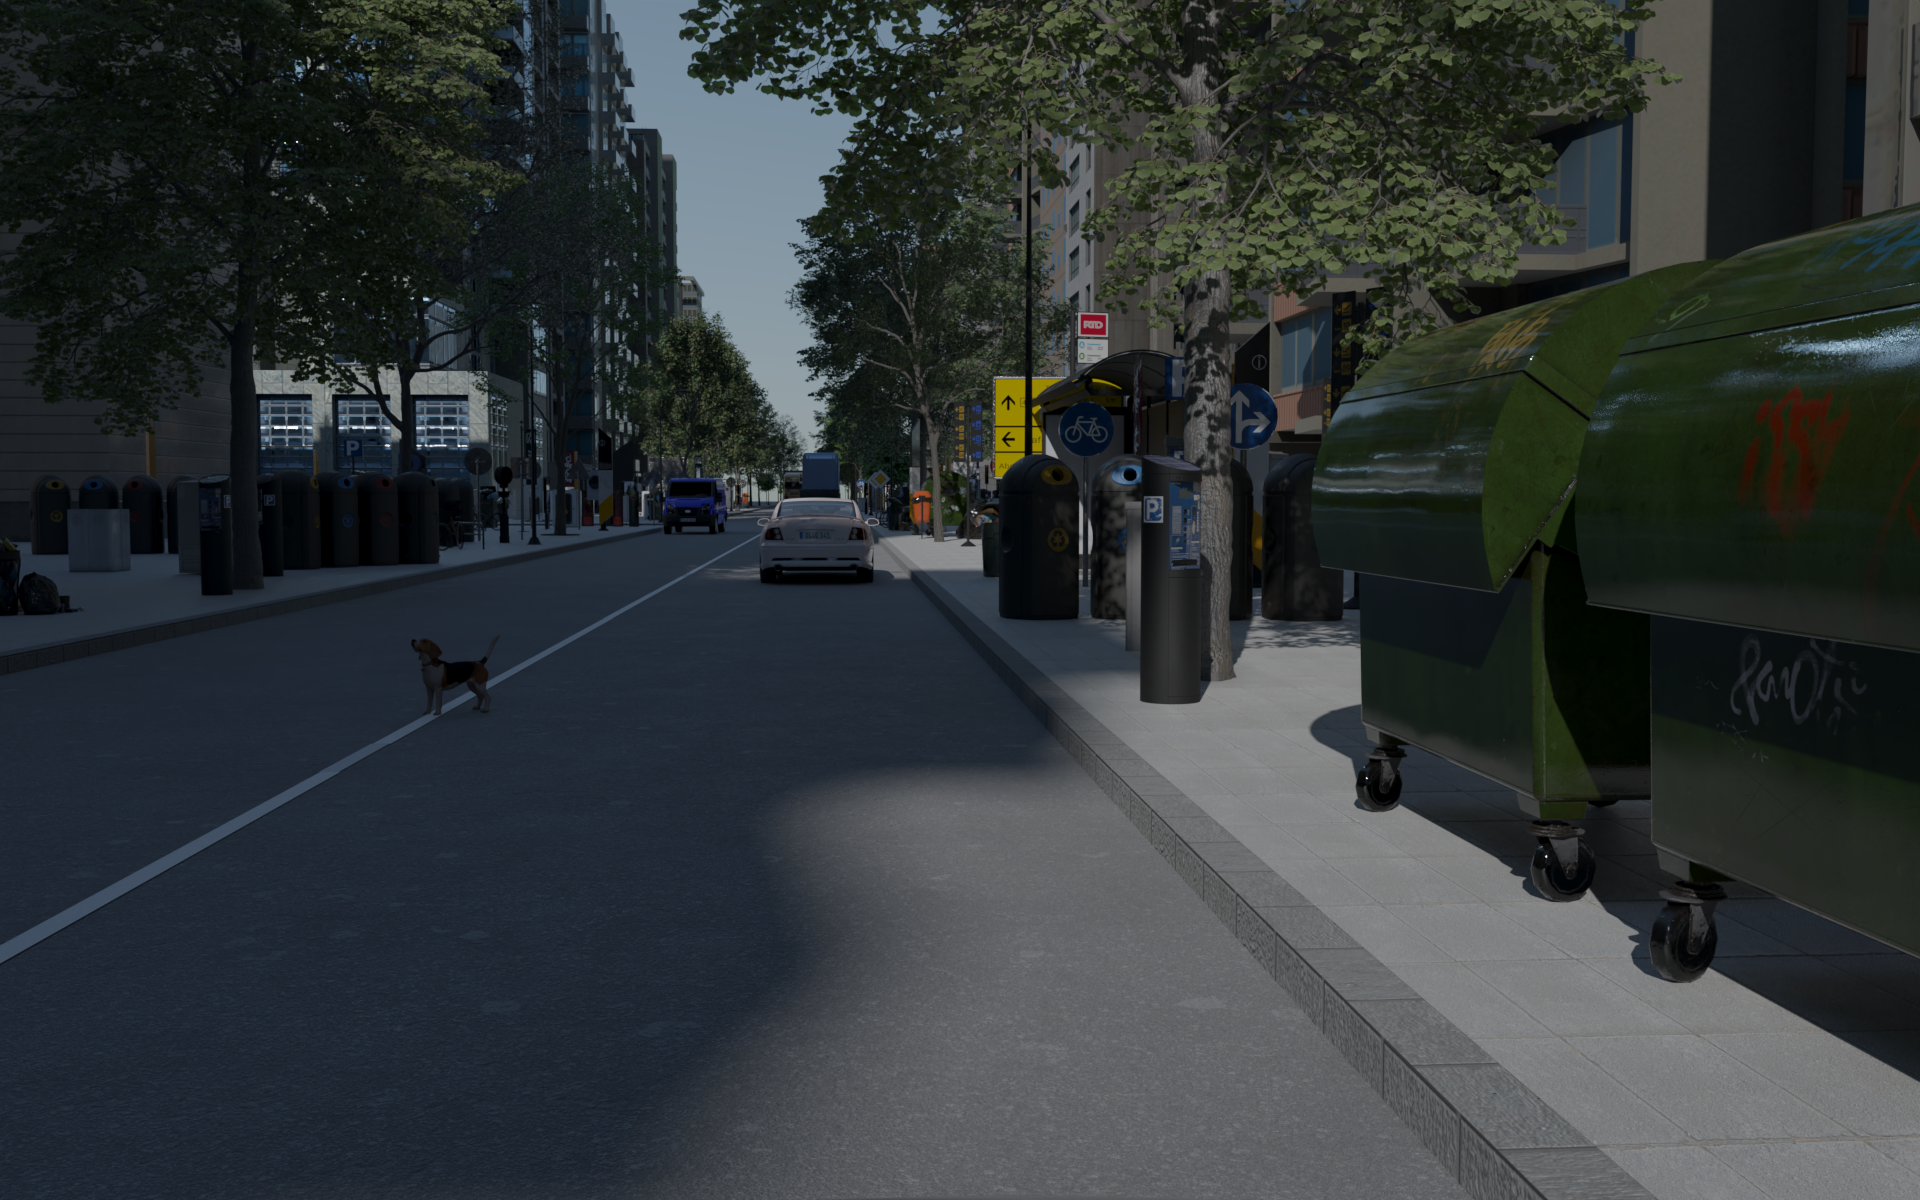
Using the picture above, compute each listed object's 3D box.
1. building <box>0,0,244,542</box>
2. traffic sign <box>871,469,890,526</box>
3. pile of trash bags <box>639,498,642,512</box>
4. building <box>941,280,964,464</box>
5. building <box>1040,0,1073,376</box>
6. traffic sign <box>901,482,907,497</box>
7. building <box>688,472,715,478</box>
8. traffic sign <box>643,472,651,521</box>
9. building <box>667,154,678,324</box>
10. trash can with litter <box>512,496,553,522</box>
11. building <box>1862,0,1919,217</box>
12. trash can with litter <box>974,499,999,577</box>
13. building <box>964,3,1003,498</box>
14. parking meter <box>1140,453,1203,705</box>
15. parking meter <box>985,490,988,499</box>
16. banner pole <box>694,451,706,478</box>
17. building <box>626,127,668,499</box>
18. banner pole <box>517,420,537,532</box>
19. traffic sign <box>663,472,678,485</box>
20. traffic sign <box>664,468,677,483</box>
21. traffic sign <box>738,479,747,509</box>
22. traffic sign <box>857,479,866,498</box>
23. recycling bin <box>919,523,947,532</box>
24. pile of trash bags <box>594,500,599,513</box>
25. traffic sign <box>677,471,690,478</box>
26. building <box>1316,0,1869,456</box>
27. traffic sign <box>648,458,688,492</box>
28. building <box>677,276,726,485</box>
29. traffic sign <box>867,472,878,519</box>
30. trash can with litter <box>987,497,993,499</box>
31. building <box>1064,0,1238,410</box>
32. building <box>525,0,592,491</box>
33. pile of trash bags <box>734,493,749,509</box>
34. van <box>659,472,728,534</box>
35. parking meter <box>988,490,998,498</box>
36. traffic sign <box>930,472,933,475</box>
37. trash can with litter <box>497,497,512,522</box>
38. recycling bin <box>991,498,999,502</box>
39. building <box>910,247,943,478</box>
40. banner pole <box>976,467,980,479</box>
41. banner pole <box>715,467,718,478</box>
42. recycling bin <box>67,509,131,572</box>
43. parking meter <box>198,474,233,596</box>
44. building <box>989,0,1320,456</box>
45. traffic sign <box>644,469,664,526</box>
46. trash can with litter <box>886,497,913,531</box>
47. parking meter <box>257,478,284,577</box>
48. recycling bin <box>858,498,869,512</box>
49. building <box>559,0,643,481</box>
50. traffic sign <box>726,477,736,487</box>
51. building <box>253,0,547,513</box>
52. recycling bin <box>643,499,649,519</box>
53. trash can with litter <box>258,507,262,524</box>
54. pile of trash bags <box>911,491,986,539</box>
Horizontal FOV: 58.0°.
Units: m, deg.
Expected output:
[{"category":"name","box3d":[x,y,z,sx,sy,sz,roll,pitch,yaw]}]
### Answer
[{"category":"building","box3d":[-35.121,-15.477,50.306,25.104,27.353,12.463,0,4,-4]},{"category":"traffic sign","box3d":[-3.197,-4.043,69.751,0.795,2.450,0.064,0,4,-4]},{"category":"pile of trash bags","box3d":[-28.588,-8.520,149.048,1.912,1.369,3.447,0,4,3]},{"category":"building","box3d":[9.647,-35.516,272.566,32.217,40.220,23.993,0,4,-4]},{"category":"building","box3d":[12.794,-28.108,109.670,14.600,45.320,14.200,0,4,-4]},{"category":"traffic sign","box3d":[-3.292,-5.834,97.508,0.606,2.300,0.079,0,4,2]},{"category":"building","box3d":[-51.025,-25.324,259.088,27.650,21.520,28.899,0,4,-4]},{"category":"traffic sign","box3d":[-14.514,-4.829,81.085,0.606,2.300,0.079,0,4,-3]},{"category":"building","box3d":[-40.559,-31.714,202.120,14.154,41.232,14.086,0,4,-4]},{"category":"trash can with litter","box3d":[-19.197,-4.166,79.169,2.233,1.210,1.678,1,4,23]},{"category":"building","box3d":[23.220,-23.740,11.853,21.300,48.544,21.600,0,4,-4]},{"category":"trash can with litter","box3d":[0.542,-0.959,27.060,0.624,1.170,1.055,0,4,2]},{"category":"building","box3d":[10.860,-39.009,179.793,21.231,58.520,28.212,0,4,-4]},{"category":"parking meter","box3d":[1.302,-0.139,10.691,0.372,1.533,0.369,0,3,0]},{"category":"parking meter","box3d":[1.808,-6.226,110.211,0.372,1.533,0.369,0,3,0]},{"category":"banner pole","box3d":[-14.789,-6.658,98.870,0.863,3.779,0.401,-2,4,-31]},{"category":"building","box3d":[-39.870,-30.840,187.833,14.154,41.232,14.086,0,4,-4]},{"category":"banner pole","box3d":[-14.613,-4.190,58.525,0.863,3.779,0.401,2,4,26]},{"category":"traffic sign","box3d":[-12.800,-4.492,77.080,0.795,2.450,0.064,0,4,-4]},{"category":"traffic sign","box3d":[-14.387,-5.298,86.625,0.884,2.594,0.081,0,4,-4]},{"category":"traffic sign","box3d":[-18.561,-9.021,147.604,0.768,2.556,0.104,0,4,-3]},{"category":"traffic sign","box3d":[-8.372,-8.994,147.157,0.768,2.556,0.104,0,4,-3]},{"category":"recycling bin","box3d":[-0.930,-2.859,59.302,0.722,1.027,0.722,-2,4,-35]},{"category":"pile of trash bags","box3d":[-23.343,-6.437,114.997,1.912,1.369,3.447,-1,4,-19]},{"category":"traffic sign","box3d":[-13.717,-5.178,85.837,0.795,2.450,0.064,0,4,-4]},{"category":"building","box3d":[18.324,-23.868,44.872,22.147,44.769,28.867,0,4,-4]},{"category":"traffic sign","box3d":[-16.285,-6.285,96.628,2.265,3.308,0.079,0,4,1]},{"category":"building","box3d":[-55.187,-36.271,284.909,32.217,40.220,23.993,0,4,-4]},{"category":"traffic sign","box3d":[-3.778,-4.530,77.715,0.795,2.450,0.064,0,4,-4]},{"category":"trash can with litter","box3d":[0.613,-2.786,56.931,1.055,1.170,0.624,2,4,29]},{"category":"building","box3d":[13.564,-19.807,95.543,14.107,30.474,14.160,0,4,-4]},{"category":"building","box3d":[-40.537,-42.760,137.380,20.563,71.187,20.611,0,4,-4]},{"category":"pile of trash bags","box3d":[-19.373,-8.547,149.488,3.447,1.369,1.912,3,5,44]},{"category":"van","box3d":[-9.700,-3.614,63.480,2.240,2.365,5.245,0,4,-3]},{"category":"parking meter","box3d":[2.102,-5.796,103.168,0.372,1.533,0.369,0,3,0]},{"category":"traffic sign","box3d":[-1.137,-5.394,88.300,0.768,2.556,0.104,0,4,0]},{"category":"trash can with litter","box3d":[-21.247,-4.199,80.033,0.624,1.170,1.055,1,4,23]},{"category":"recycling bin","box3d":[2.253,-5.317,99.484,0.722,1.027,0.722,3,5,41]},{"category":"building","box3d":[2.610,-39.373,298.366,22.147,44.769,28.867,0,4,-4]},{"category":"banner pole","box3d":[1.356,-9.189,140.250,0.401,3.779,0.863,-3,4,-36]},{"category":"banner pole","box3d":[-16.074,-7.647,115.045,0.401,3.779,0.863,-3,4,-36]},{"category":"recycling bin","box3d":[-14.288,-0.991,28.755,0.722,1.027,0.722,0,4,-1]},{"category":"parking meter","box3d":[-9.458,-0.831,22.005,0.372,1.533,0.369,0,3,0]},{"category":"building","box3d":[13.686,-29.644,139.309,22.147,44.769,28.867,0,4,-4]},{"category":"traffic sign","box3d":[-12.219,-4.005,69.116,0.795,2.450,0.064,0,4,-4]},{"category":"trash can with litter","box3d":[-2.081,-3.003,60.486,1.055,1.170,0.624,3,5,43]},{"category":"parking meter","box3d":[-10.759,-1.137,26.996,0.372,1.533,0.369,0,3,0]},{"category":"recycling bin","box3d":[-7.007,-6.909,125.510,0.722,1.027,0.722,0,4,3]},{"category":"building","box3d":[-42.913,-33.363,165.085,23.786,49.044,30.456,0,4,-4]},{"category":"traffic sign","box3d":[-17.142,-7.925,129.672,0.768,2.556,0.104,0,4,2]},{"category":"building","box3d":[-37.061,-48.358,103.333,22.319,86.520,31.000,0,4,-4]},{"category":"recycling bin","box3d":[-15.659,-4.601,87.779,0.722,1.027,0.722,-1,4,-17]},{"category":"trash can with litter","box3d":[-12.893,-1.288,32.445,0.624,1.170,1.055,-2,4,-26]},{"category":"pile of trash bags","box3d":[0.321,-2.439,49.637,3.447,1.369,1.912,0,4,0]}]
